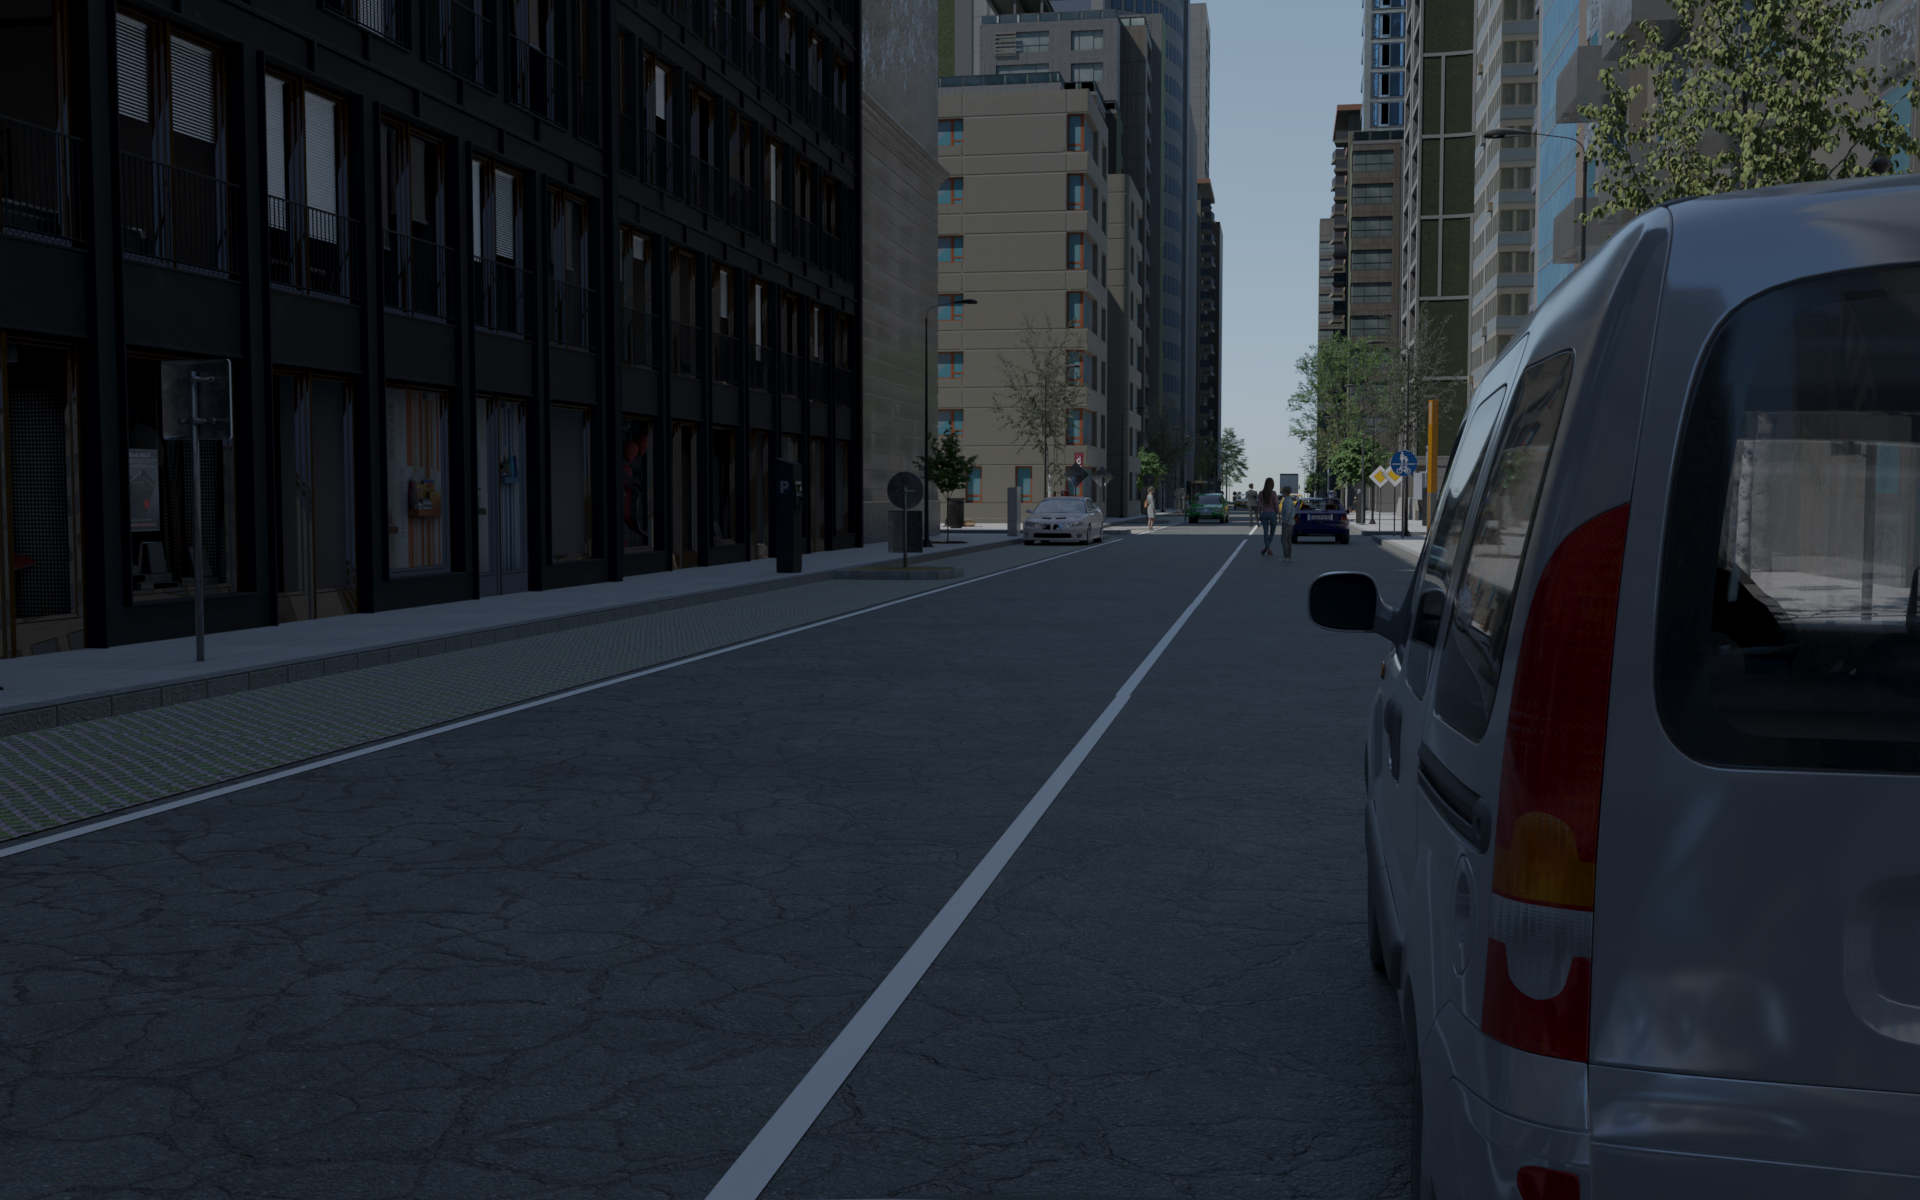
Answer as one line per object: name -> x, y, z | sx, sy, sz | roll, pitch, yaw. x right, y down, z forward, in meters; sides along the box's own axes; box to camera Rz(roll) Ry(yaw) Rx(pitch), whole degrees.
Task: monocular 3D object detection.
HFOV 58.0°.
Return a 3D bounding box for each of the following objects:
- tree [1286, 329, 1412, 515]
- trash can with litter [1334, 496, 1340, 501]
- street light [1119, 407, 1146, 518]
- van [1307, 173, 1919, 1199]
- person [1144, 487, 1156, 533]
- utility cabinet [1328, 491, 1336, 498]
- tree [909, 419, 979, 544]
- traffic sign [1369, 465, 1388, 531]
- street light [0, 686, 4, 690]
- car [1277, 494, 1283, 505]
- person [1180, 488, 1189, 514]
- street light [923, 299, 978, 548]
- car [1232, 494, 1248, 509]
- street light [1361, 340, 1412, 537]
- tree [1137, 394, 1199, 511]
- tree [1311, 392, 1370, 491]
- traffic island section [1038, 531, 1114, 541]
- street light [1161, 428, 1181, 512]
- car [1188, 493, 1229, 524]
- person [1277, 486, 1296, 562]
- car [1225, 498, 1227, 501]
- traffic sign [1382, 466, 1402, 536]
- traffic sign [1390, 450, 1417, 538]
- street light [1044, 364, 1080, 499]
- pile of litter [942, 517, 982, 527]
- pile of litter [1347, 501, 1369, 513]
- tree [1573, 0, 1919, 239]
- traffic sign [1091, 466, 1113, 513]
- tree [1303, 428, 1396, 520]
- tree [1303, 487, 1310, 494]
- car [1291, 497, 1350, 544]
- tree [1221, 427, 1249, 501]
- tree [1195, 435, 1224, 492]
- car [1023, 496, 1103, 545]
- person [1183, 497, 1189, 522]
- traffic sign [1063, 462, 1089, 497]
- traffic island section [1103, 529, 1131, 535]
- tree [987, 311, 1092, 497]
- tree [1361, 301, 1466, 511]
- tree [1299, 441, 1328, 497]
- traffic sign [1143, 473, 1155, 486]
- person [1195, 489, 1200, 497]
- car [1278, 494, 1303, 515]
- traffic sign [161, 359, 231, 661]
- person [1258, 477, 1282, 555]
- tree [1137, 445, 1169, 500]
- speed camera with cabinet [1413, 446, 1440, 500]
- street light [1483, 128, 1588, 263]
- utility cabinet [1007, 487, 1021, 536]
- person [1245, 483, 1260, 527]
tree -> 24.094, -11.153, 108.111 | 9.928, 11.665, 9.643 | 0, 3, 0
trash can with litter -> 28.032, -7.129, 127.942 | 1.055, 1.170, 0.624 | 2, 4, 28
street light -> 9.163, -7.317, 92.182 | 1.470, 5.913, 1.316 | 1, 4, 10
van -> 1.792, 0.194, 3.848 | 2.013, 2.044, 4.112 | 1, 4, 12
person -> 7.092, -3.350, 64.282 | 0.522, 1.701, 0.512 | -1, 4, -10
utility cabinet -> 28.133, -7.476, 130.911 | 0.318, 1.500, 1.173 | 2, 4, 31
tree -> -0.213, -3.083, 45.005 | 1.663, 3.219, 1.824 | 0, 3, 0
traffic sign -> 14.612, -3.463, 60.263 | 0.795, 2.450, 0.064 | 1, 4, 10
street light -> -5.916, -2.354, 11.034 | 1.470, 5.913, 1.316 | 1, 4, 10
car -> 26.955, -8.198, 143.823 | 2.009, 1.686, 4.222 | 1, 4, 11
person -> 15.345, -6.732, 118.532 | 0.822, 1.834, 0.622 | 0, 4, 0
street light -> -0.275, -4.215, 41.462 | 1.470, 5.913, 1.316 | 1, 4, 10
car -> 27.010, -9.486, 165.327 | 2.015, 1.641, 3.980 | 1, 4, 9
street light -> 12.950, -4.877, 52.281 | 1.470, 5.913, 1.316 | 1, 4, 10
tree -> 15.700, -11.120, 132.177 | 4.360, 8.622, 3.978 | 0, 3, 0
tree -> 27.208, -10.635, 124.238 | 4.737, 8.622, 4.395 | 0, 3, 0
traffic island section -> 3.600, -1.956, 54.263 | 2.009, 0.180, 2.903 | 1, 4, 10
street light -> 14.858, -9.153, 122.199 | 1.470, 5.913, 1.316 | 1, 4, 10
car -> 12.339, -4.710, 85.807 | 1.959, 1.807, 4.718 | 1, 4, 12
person -> 6.928, -1.614, 36.692 | 0.330, 1.601, 0.589 | 2, 4, 34
car -> 24.374, -9.482, 164.813 | 2.009, 1.686, 4.222 | 1, 4, 11
traffic sign -> 13.153, -2.983, 52.412 | 0.795, 2.450, 0.064 | 1, 4, 10
traffic sign -> 12.858, -3.066, 50.228 | 0.768, 2.556, 0.104 | 1, 4, 17
street light -> 3.600, -5.480, 62.140 | 1.470, 5.913, 1.316 | 1, 4, 10
pile of litter -> 0.093, -3.294, 67.821 | 1.719, 0.858, 1.176 | -1, 4, -12
pile of litter -> 27.294, -6.430, 119.103 | 1.719, 0.858, 1.176 | 1, 4, 17
tree -> 8.165, -4.125, 17.805 | 4.737, 8.622, 4.395 | 0, 3, 0
traffic sign -> 5.084, -3.572, 62.048 | 0.795, 2.450, 0.064 | 1, 4, 10
tree -> 19.848, -6.249, 85.882 | 4.285, 4.588, 4.351 | 0, 3, 0
tree -> 53.063, -16.487, 264.167 | 1.663, 3.219, 1.824 | 0, 3, 0
car -> 10.524, -2.354, 51.066 | 1.945, 1.354, 3.894 | 1, 4, 9
tree -> 45.189, -22.928, 292.994 | 7.486, 12.596, 7.792 | 0, 3, 0
tree -> 29.862, -15.911, 210.508 | 4.737, 8.622, 4.395 | 0, 3, 0
car -> 3.005, -2.285, 49.728 | 2.083, 1.381, 4.827 | 1, 4, 12
person -> 11.862, -4.743, 90.297 | 0.590, 1.304, 0.306 | -1, 4, -14
traffic sign -> 3.625, -3.092, 54.197 | 0.795, 2.450, 0.064 | 1, 4, 10
traffic island section -> 5.060, -2.436, 62.115 | 2.009, 0.180, 2.903 | 1, 4, 10
tree -> 3.407, -7.237, 68.690 | 4.360, 8.622, 3.978 | 0, 3, 0
tree -> 17.373, -7.139, 67.078 | 4.360, 8.622, 3.978 | 0, 3, 0
tree -> 44.934, -16.432, 219.018 | 4.360, 8.622, 3.978 | 0, 3, 0
traffic sign -> 11.580, -6.492, 106.257 | 0.768, 2.556, 0.104 | 1, 4, 19
person -> 14.836, -6.023, 107.538 | 0.480, 1.755, 0.524 | 1, 4, 18
car -> 22.412, -6.512, 116.702 | 2.015, 1.641, 3.980 | 1, 4, 9
traffic sign -> -5.823, -0.678, 13.217 | 0.606, 2.300, 0.079 | 1, 4, 15
person -> 7.242, -1.955, 40.473 | 0.555, 1.821, 0.388 | 1, 4, 16
tree -> 12.232, -8.087, 115.928 | 4.285, 4.588, 4.351 | 0, 3, 0
speed camera with cabinet -> 19.727, -4.724, 71.576 | 2.038, 3.252, 0.660 | -2, 4, -24
street light -> 7.338, -3.028, 22.054 | 1.470, 5.913, 1.316 | 1, 4, 10
utility cabinet -> 1.649, -2.720, 53.155 | 0.318, 1.500, 1.173 | 0, 4, 8
person -> 12.723, -4.122, 75.254 | 0.648, 1.900, 0.474 | 1, 4, 12
